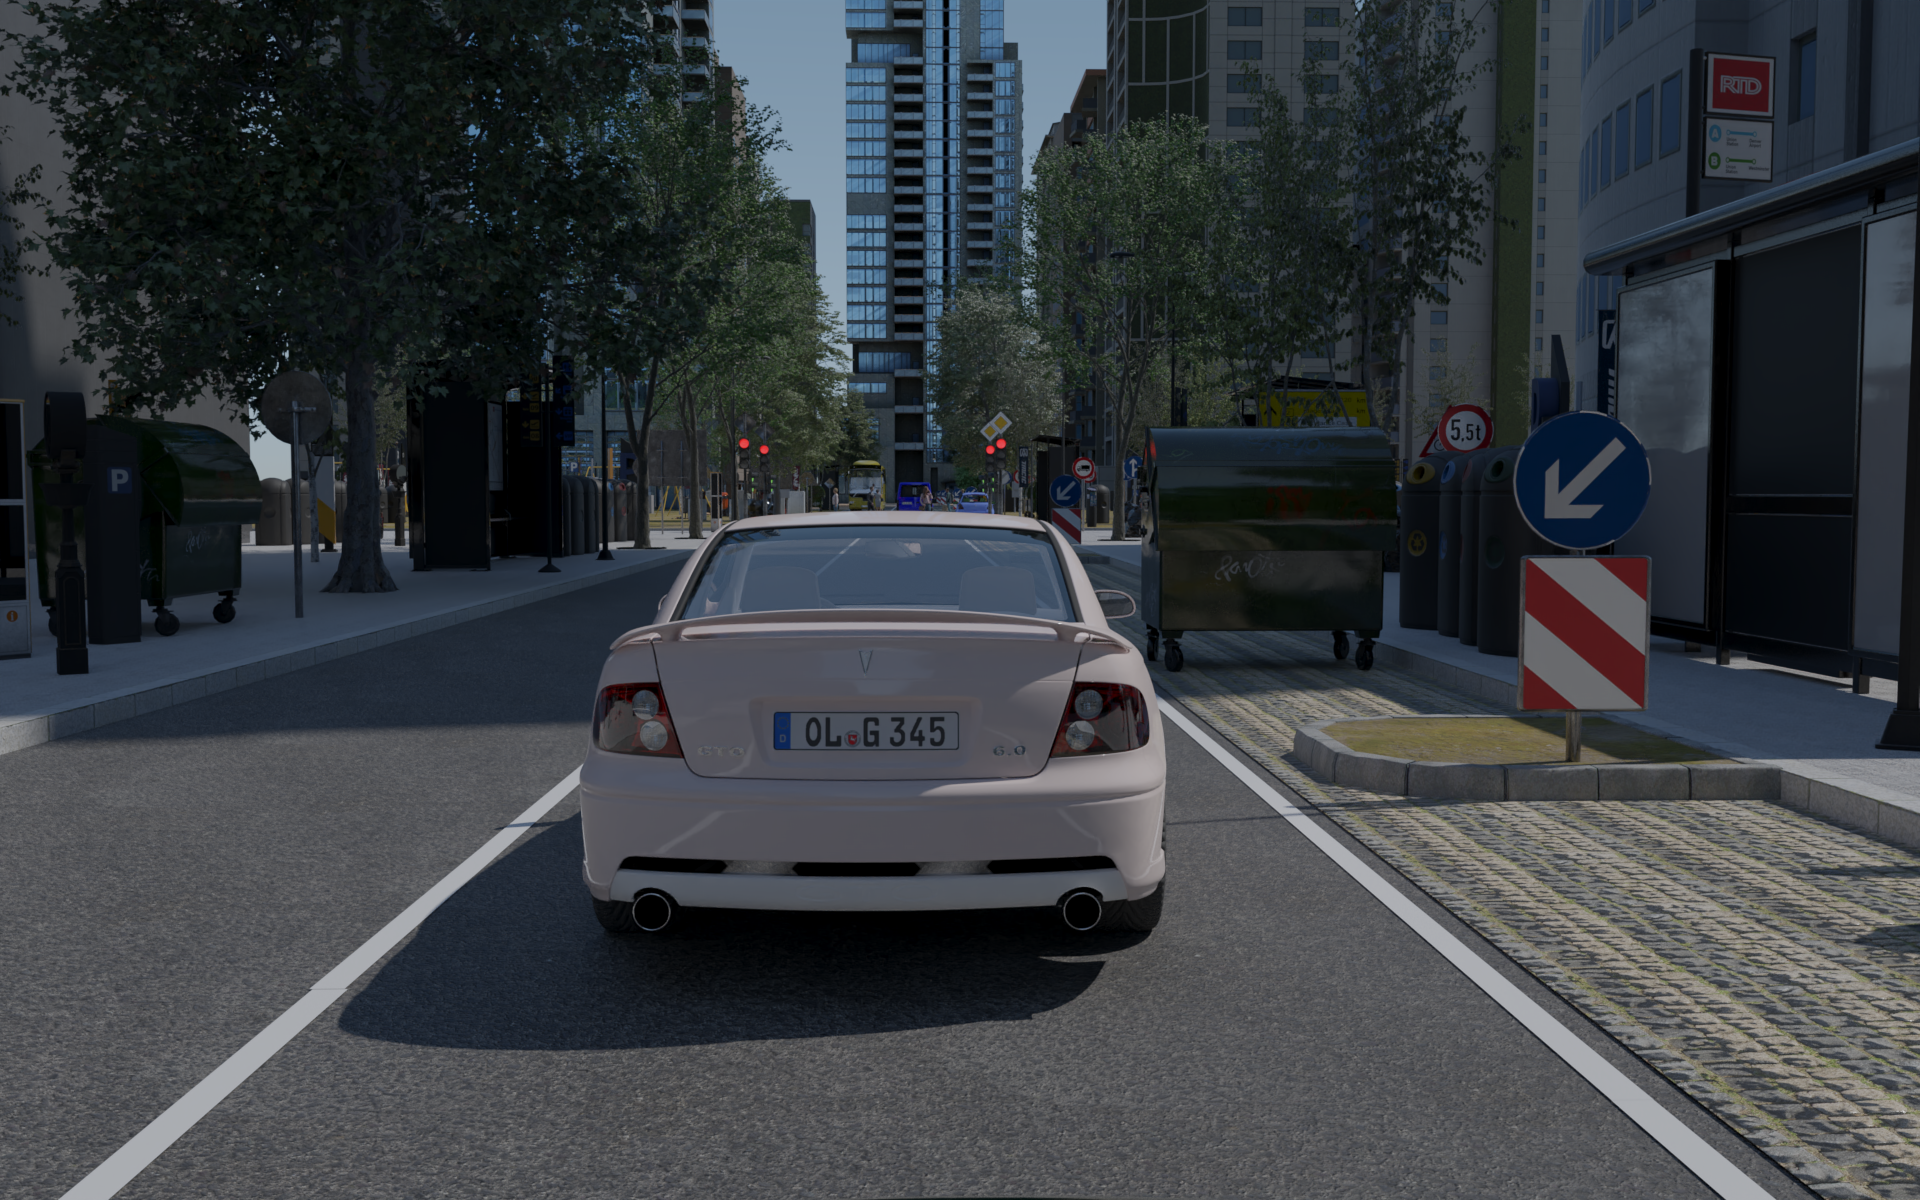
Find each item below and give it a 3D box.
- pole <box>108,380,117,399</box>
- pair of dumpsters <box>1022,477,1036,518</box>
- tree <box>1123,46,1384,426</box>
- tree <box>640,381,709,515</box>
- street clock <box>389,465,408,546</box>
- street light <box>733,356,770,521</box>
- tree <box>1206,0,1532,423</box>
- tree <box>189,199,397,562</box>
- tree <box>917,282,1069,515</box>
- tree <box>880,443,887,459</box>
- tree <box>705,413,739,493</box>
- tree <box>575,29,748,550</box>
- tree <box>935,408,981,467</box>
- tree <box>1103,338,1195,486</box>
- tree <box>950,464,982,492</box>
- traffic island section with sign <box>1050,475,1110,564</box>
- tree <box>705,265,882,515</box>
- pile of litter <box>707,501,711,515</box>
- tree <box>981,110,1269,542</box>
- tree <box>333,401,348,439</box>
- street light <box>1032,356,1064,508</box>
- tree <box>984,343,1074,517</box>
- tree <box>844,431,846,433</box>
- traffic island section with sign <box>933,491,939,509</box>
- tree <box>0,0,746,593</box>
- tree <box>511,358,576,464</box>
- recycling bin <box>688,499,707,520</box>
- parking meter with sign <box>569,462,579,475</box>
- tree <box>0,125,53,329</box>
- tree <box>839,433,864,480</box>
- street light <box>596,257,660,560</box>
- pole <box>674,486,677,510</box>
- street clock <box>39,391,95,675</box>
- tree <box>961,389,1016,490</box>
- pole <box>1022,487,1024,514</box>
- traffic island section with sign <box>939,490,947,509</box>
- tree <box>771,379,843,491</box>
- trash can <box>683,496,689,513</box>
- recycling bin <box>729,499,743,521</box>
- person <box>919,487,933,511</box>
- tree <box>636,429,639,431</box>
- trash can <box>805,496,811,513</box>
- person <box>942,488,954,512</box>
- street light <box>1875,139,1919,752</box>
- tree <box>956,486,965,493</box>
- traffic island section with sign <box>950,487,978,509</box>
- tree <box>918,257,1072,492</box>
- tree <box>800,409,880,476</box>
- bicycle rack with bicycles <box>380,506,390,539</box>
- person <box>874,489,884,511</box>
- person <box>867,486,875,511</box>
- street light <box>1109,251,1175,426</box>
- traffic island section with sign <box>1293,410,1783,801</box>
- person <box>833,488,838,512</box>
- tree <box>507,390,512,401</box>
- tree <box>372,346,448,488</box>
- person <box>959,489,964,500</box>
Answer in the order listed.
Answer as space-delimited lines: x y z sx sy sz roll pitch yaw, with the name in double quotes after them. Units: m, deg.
-15.116 -2.273 31.001 0.158 3.312 0.155 0 3 0 "pole"
4.256 -5.619 94.371 1.574 2.255 4.437 0 4 -2 "pair of dumpsters"
5.112 -4.807 28.950 4.737 8.622 4.395 0 3 0 "tree"
-17.558 -9.650 108.136 4.360 8.622 3.978 0 3 0 "tree"
-13.786 -2.325 42.580 0.358 2.002 0.471 1 4 19 "street clock"
-7.085 -5.254 58.441 1.470 5.913 1.316 0 4 -2 "street light"
5.151 -4.349 21.463 4.360 8.622 3.978 0 3 0 "tree"
-12.246 -5.006 32.213 4.737 8.622 4.395 0 3 0 "tree"
2.206 -12.046 103.604 9.857 13.997 8.962 0 3 0 "tree"
-12.832 -16.557 205.115 8.767 10.594 7.601 0 4 -1 "tree"
-18.837 -11.440 137.403 4.737 8.622 4.395 0 3 0 "tree"
-7.455 -6.979 39.870 9.928 11.665 9.643 0 3 0 "tree"
1.170 -14.949 178.822 8.767 10.594 7.601 2 4 35 "tree"
8.863 -7.973 80.726 4.360 8.622 3.978 0 3 0 "tree"
0.787 -10.520 155.721 4.285 4.588 4.351 0 3 0 "tree"
2.043 -1.690 36.259 1.989 1.847 2.006 0 4 -2 "traffic island section with sign"
-8.633 -10.087 83.041 7.486 12.596 7.792 0 3 0 "tree"
-15.185 -5.563 104.916 1.719 0.858 1.176 0 4 8 "pile of litter"
4.500 -7.413 46.961 9.928 11.665 9.643 0 3 0 "tree"
-30.212 -8.547 90.113 4.360 8.622 3.978 0 3 0 "tree"
2.915 -5.231 58.072 1.470 5.913 1.316 0 4 -2 "street light"
3.178 -8.230 84.929 4.360 8.622 3.978 0 3 0 "tree"
-10.549 -11.010 130.372 4.737 8.622 4.395 0 3 0 "tree"
-1.694 -9.785 168.618 1.989 1.847 2.006 0 4 -2 "traffic island section with sign"
-7.891 -6.460 22.634 9.611 12.733 9.660 0 3 0 "tree"
-21.656 -8.446 88.448 4.737 8.622 4.395 0 3 0 "tree"
-12.850 -4.415 84.733 0.722 1.027 0.722 -2 4 -29 "recycling bin"
-21.118 -5.917 93.002 0.543 3.016 1.738 1 4 18 "parking meter with sign"
-15.202 -4.534 24.493 4.360 8.622 3.978 0 3 0 "tree"
-12.062 -15.166 198.318 4.360 8.622 3.978 0 3 0 "tree"
-6.358 -3.730 33.525 1.470 5.913 1.316 0 4 -2 "street light"
-23.000 -8.940 140.014 0.158 3.312 0.155 0 3 0 "pole"
-6.344 -0.474 12.322 0.358 2.002 0.471 -2 4 -33 "street clock"
2.675 -10.057 114.801 4.737 8.622 4.395 0 3 0 "tree"
4.089 -7.177 111.183 0.158 3.312 0.155 0 3 0 "pole"
-0.287 -6.732 118.699 1.989 1.847 2.006 0 4 -2 "traffic island section with sign"
-10.137 -9.831 111.094 4.737 8.622 4.395 0 3 0 "tree"
-18.292 -6.305 114.737 0.748 1.137 0.748 0 3 0 "trash can"
-10.554 -4.263 82.248 0.722 1.027 0.722 -1 4 -17 "recycling bin"
-1.532 -3.967 73.947 0.593 1.750 0.643 -2 4 -33 "person"
-22.252 -10.974 129.790 4.360 8.622 3.978 0 3 0 "tree"
-11.870 -7.359 131.967 0.748 1.137 0.748 0 3 0 "trash can"
-0.777 -6.173 109.410 0.713 1.824 0.794 1 4 23 "person"
4.252 -2.204 8.579 1.470 5.913 1.316 0 4 -2 "street light"
0.532 -11.993 190.691 1.663 3.219 1.824 0 3 0 "tree"
0.478 -5.084 91.754 1.989 1.847 2.006 0 4 -2 "traffic island section with sign"
2.816 -17.173 136.671 12.611 20.169 13.585 0 3 0 "tree"
-12.509 -14.544 172.208 7.601 10.594 8.767 0 4 4 "tree"
-17.706 -2.251 50.185 2.852 0.926 2.925 -1 4 -10 "bicycle rack with bicycles"
-5.752 -7.011 123.495 0.716 1.782 0.532 0 4 1 "person"
-4.752 -5.223 93.672 0.755 1.850 0.659 2 4 30 "person"
3.557 -3.719 33.343 1.470 5.913 1.316 0 4 -2 "street light"
2.821 -0.022 8.980 1.989 1.847 2.006 0 4 -2 "traffic island section with sign"
-6.366 -4.948 90.066 0.598 1.740 0.731 -2 4 -24 "person"
-26.738 -8.976 97.117 4.360 8.622 3.978 0 3 0 "tree"
-21.284 -7.267 69.172 4.360 8.622 3.978 0 3 0 "tree"
0.212 -6.601 116.849 0.576 1.772 0.534 0 4 -5 "person"
